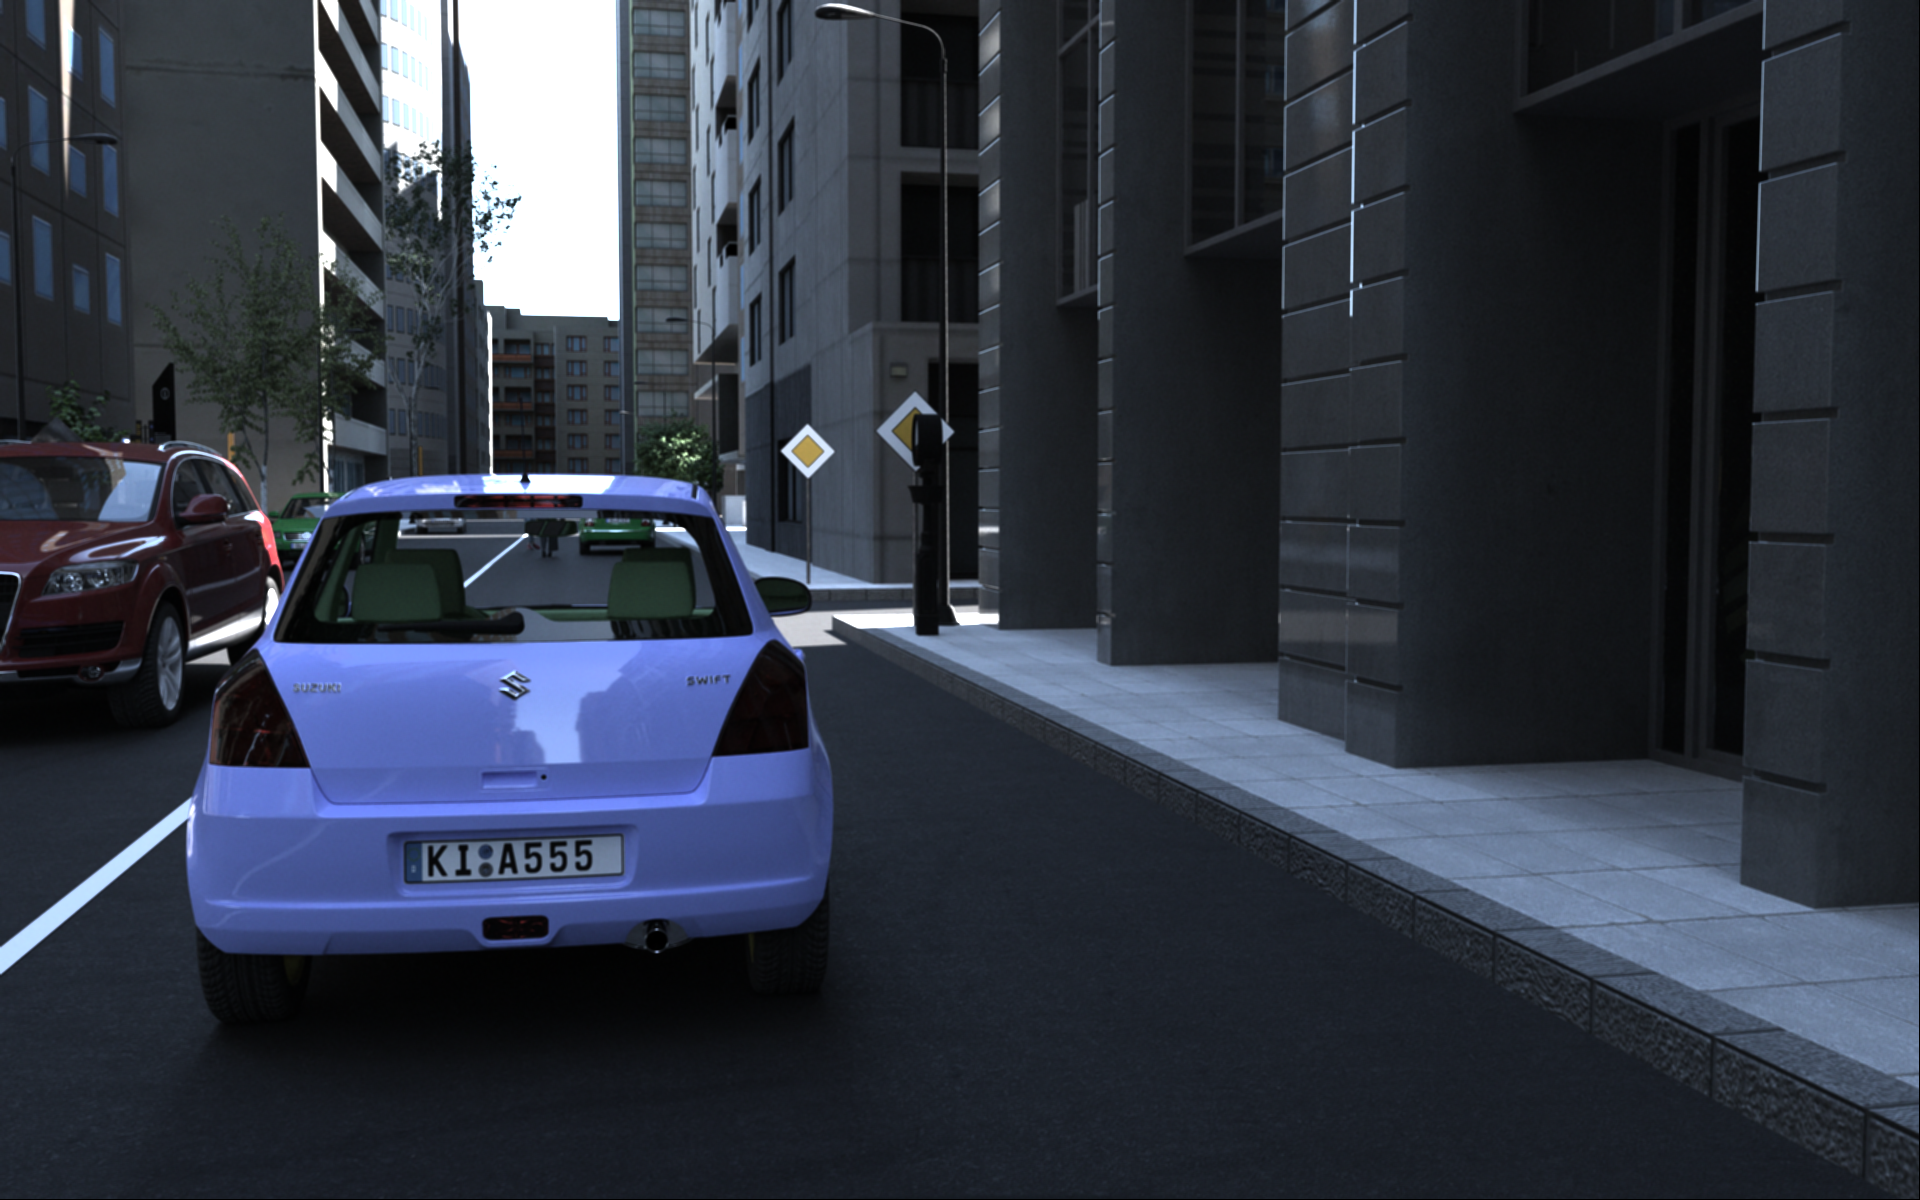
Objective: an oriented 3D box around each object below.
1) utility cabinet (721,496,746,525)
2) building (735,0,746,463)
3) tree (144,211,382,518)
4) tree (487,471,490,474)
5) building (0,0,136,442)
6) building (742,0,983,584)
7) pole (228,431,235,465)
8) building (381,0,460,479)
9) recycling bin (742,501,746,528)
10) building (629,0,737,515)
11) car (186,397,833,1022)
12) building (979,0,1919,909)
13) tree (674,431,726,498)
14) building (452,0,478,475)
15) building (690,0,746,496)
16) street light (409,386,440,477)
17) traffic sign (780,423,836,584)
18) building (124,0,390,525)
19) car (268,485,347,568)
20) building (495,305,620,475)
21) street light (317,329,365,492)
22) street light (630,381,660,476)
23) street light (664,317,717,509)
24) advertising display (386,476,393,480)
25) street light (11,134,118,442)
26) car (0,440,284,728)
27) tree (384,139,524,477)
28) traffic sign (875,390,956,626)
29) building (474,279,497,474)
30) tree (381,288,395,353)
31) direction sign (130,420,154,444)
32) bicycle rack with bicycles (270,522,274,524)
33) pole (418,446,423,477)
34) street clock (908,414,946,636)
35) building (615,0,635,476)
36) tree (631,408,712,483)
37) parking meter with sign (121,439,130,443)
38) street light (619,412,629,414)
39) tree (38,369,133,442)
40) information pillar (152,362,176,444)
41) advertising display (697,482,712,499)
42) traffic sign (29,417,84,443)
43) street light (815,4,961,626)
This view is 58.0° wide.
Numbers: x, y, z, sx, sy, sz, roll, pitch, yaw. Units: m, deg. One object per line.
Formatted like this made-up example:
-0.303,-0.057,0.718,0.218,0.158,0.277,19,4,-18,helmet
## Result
-9.329,-3.681,71.340,1.020,1.237,0.306,-3,5,-41,utility cabinet
0.327,-24.799,55.579,14.600,45.320,14.200,-1,4,-12,building
-18.192,-5.756,44.476,4.737,8.622,4.395,0,3,0,tree
-38.657,-9.044,142.462,1.663,3.219,1.824,0,3,0,tree
-24.988,-23.355,31.973,14.600,45.320,14.200,-1,4,-12,building
6.626,-36.479,34.678,20.611,71.187,20.563,-1,4,-12,building
-23.683,-3.824,56.370,0.158,3.312,0.155,0,3,0,pole
-43.008,-34.528,106.534,21.231,58.520,28.212,-1,4,-12,building
-7.917,-3.310,66.668,0.722,1.027,0.722,1,4,17,recycling bin
-14.134,-26.192,111.837,14.154,41.232,14.086,-1,4,-12,building
-1.453,0.213,6.111,1.945,1.707,3.694,-1,4,-11,car
8.614,-13.797,3.068,11.434,29.767,29.804,-1,4,-12,building
-7.631,-3.564,52.865,1.663,3.219,1.824,0,3,0,tree
-43.791,-29.285,128.921,14.600,45.320,14.200,-1,4,-12,building
-22.727,-37.161,196.824,27.495,52.752,28.713,-1,4,-12,building
-23.102,-6.248,74.697,1.470,5.913,1.316,-1,4,-12,street light
-2.163,-1.284,24.629,0.795,2.450,0.064,-1,4,-12,traffic sign
-33.836,-26.945,64.252,21.300,48.544,21.600,-1,4,-12,building
-12.554,-1.563,34.356,1.959,1.807,4.718,-1,4,-11,car
-49.964,-21.121,190.370,28.899,21.520,27.650,-1,4,-12,building
-17.443,-4.663,48.778,1.470,5.913,1.316,-1,4,-12,street light
-12.732,-6.059,71.599,1.470,5.913,1.316,-1,4,-12,street light
-7.037,-4.475,45.712,1.470,5.913,1.316,-1,4,-12,street light
-19.953,-3.389,60.631,0.123,1.923,0.974,-1,4,-13,advertising display
-11.567,-3.049,22.393,1.470,5.913,1.316,-1,4,-12,street light
-6.172,-0.211,12.118,2.281,1.827,5.304,-1,4,-11,car
-28.494,-14.093,86.304,12.611,20.169,13.585,0,3,0,tree
-0.438,-0.807,16.831,0.795,2.450,0.064,-1,4,-12,traffic sign
-57.090,-18.881,153.751,28.899,21.520,27.650,-1,4,-12,building
-19.387,-6.253,52.592,4.737,8.622,4.395,0,3,0,tree
-24.992,-3.744,53.218,0.876,3.537,0.379,-1,4,-18,direction sign
-17.500,-1.670,40.686,2.925,0.926,2.852,-2,4,-29,bicycle rack with bicycles
-23.042,-4.902,73.986,0.158,3.312,0.155,0,3,0,pole
-0.299,-0.683,15.737,0.358,2.002,0.471,-1,4,-9,street clock
-20.971,-37.788,159.826,21.231,58.520,28.212,-1,4,-12,building
-10.881,-5.044,66.184,4.285,4.588,4.351,0,3,0,tree
-26.923,-3.597,55.074,1.738,3.016,0.543,2,4,28,parking meter with sign
-18.536,-7.670,97.942,1.470,5.913,1.316,-1,4,-12,street light
-13.684,-1.959,26.639,1.663,3.219,1.824,0,3,0,tree
-14.187,-2.422,30.951,0.504,3.616,0.183,2,4,26,information pillar
-10.626,-4.015,70.854,0.974,1.923,0.123,-1,4,-14,advertising display
-11.731,-1.156,22.540,0.795,2.450,0.064,-1,4,-12,traffic sign
-0.691,-2.703,16.727,1.470,5.913,1.316,-1,4,-12,street light
